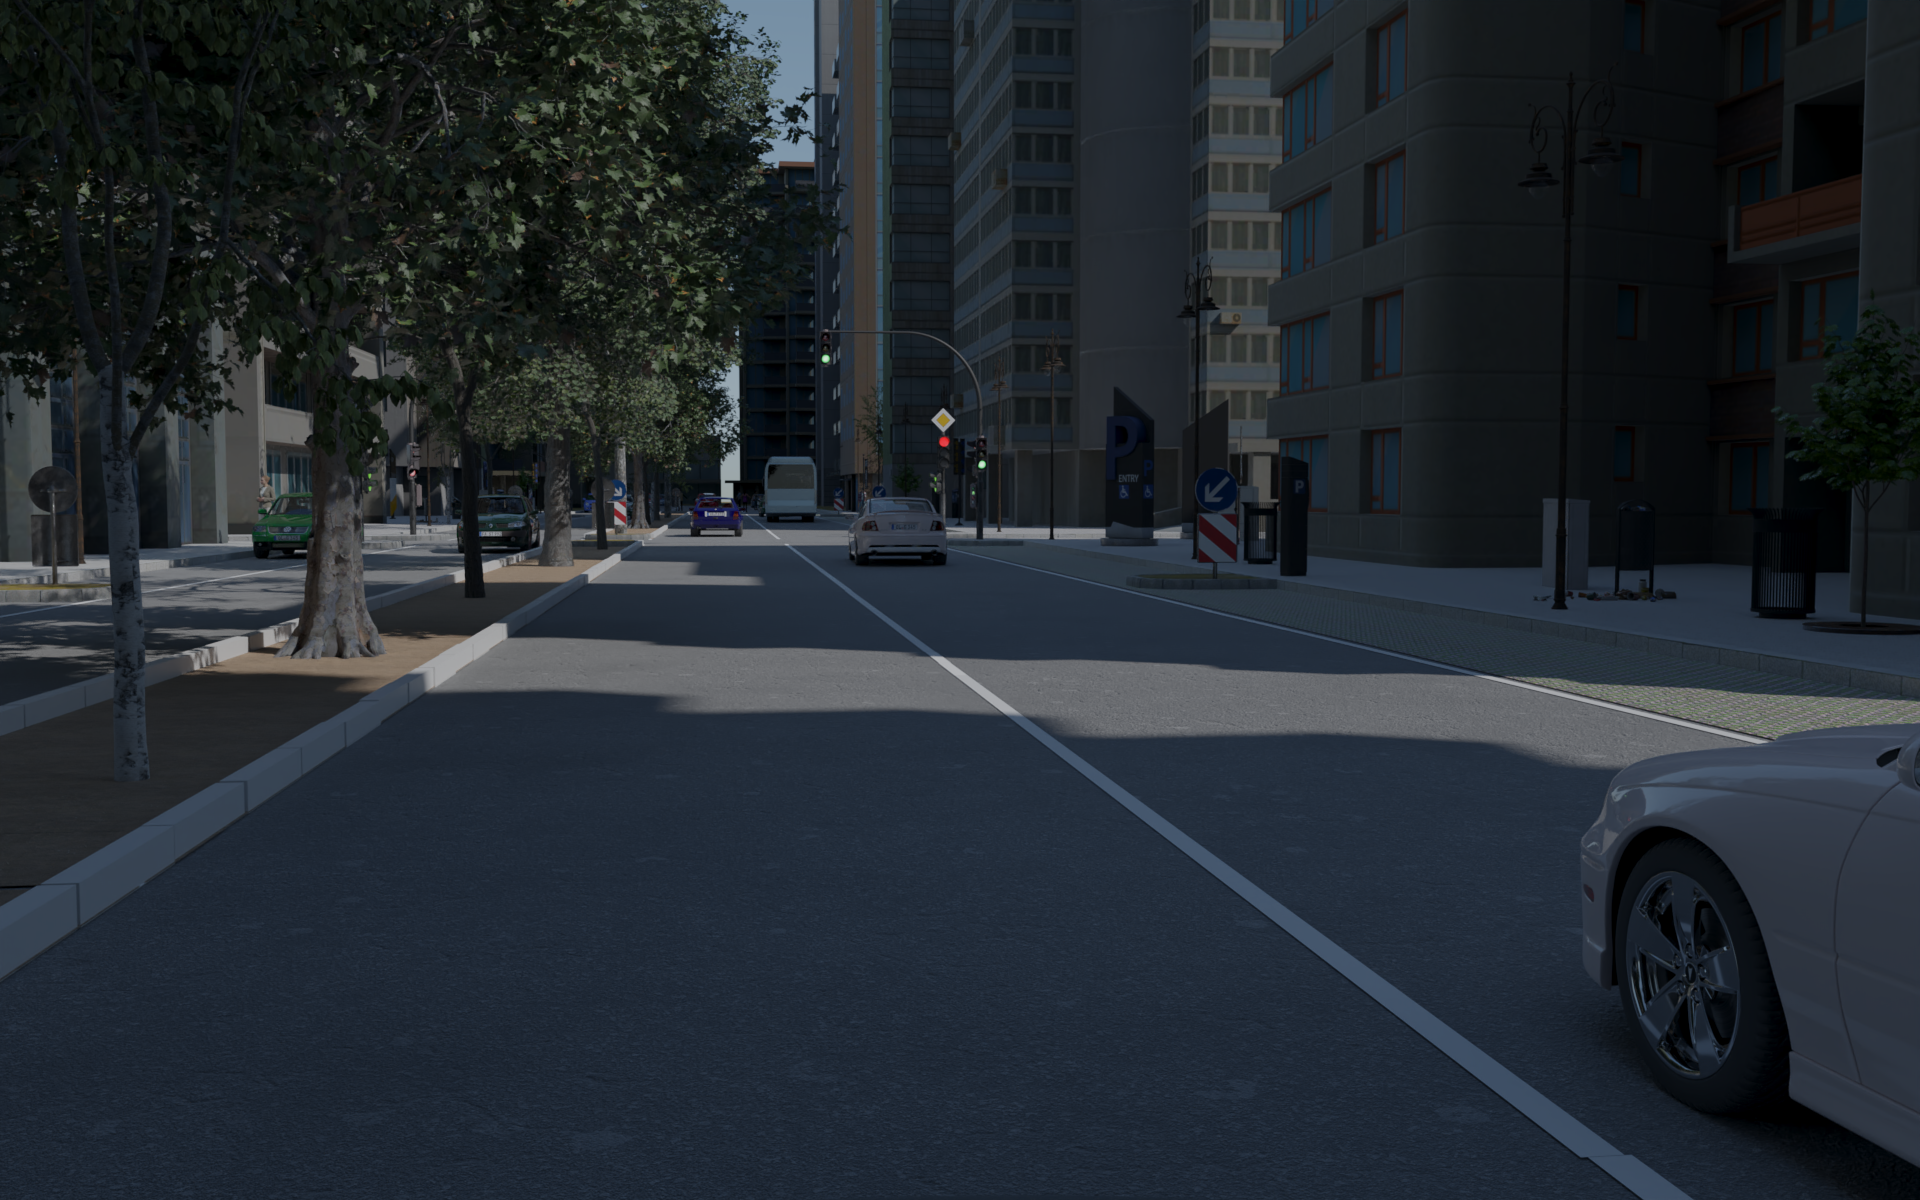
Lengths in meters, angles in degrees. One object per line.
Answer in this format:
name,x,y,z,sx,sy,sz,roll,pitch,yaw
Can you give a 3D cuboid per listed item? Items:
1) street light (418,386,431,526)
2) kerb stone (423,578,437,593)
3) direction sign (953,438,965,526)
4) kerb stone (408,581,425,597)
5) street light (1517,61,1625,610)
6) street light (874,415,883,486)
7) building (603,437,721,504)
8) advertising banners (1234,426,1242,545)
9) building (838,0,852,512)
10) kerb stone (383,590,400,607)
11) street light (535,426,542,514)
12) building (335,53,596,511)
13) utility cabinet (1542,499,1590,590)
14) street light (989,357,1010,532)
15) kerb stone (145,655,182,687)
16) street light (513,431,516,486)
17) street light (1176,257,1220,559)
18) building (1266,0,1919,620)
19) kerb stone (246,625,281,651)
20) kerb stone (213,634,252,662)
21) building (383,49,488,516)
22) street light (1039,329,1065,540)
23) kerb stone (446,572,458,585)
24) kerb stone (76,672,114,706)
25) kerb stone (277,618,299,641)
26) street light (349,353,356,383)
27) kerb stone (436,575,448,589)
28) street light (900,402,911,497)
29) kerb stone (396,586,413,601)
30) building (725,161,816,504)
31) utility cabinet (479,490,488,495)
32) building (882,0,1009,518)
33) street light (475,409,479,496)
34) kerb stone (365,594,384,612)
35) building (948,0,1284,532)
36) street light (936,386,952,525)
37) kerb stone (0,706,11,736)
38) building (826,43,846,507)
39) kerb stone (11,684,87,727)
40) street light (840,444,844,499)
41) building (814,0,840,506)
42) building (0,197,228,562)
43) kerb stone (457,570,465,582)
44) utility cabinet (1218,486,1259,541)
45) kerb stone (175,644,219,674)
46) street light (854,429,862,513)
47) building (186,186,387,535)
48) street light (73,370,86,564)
street light,-21.268,-5.899,69.233,0.468,5.910,1.993,0,4,-8
kerb stone,-7.809,-0.187,25.258,0.120,0.150,1.000,0,4,-8
direction sign,-0.032,-4.795,70.398,0.379,3.537,0.876,2,4,30
kerb stone,-7.669,-0.125,24.241,0.120,0.150,1.000,0,4,-8
street light,6.680,-2.833,19.114,0.468,5.910,1.993,0,4,-8
street light,-4.740,-7.845,101.058,0.468,5.910,1.993,0,4,-8
building,-45.147,-38.903,225.305,27.495,52.752,28.713,0,4,-8
advertising banners,7.088,-2.925,44.017,0.090,3.025,2.074,1,4,13
building,-1.301,-29.028,124.718,14.600,45.320,14.200,0,4,-8
kerb stone,-7.373,0.003,22.211,0.120,0.150,1.000,0,4,-8
street light,-27.354,-8.562,112.773,0.468,5.910,1.993,0,4,-8
building,-46.692,-33.175,166.119,21.300,48.544,21.600,0,4,-8
utility cabinet,8.257,-0.761,23.606,0.306,1.237,1.020,0,3,0
street light,1.322,-5.236,58.391,0.468,5.910,1.993,0,4,-8
kerb stone,-6.109,0.558,13.075,0.120,0.150,1.000,0,4,-8
street light,-25.407,-7.691,98.541,0.468,5.910,1.993,0,4,-8
street light,4.637,-3.737,33.891,0.468,5.910,1.993,0,4,-8
building,22.516,-11.052,25.743,27.650,21.520,28.899,0,4,-8
kerb stone,-6.531,0.372,16.118,0.120,0.150,1.000,0,4,-8
kerb stone,-6.396,0.436,15.105,0.120,0.150,1.000,0,4,-8
building,-36.423,-20.319,103.923,14.160,30.474,14.107,0,4,-8
street light,2.583,-4.636,48.590,0.468,5.910,1.993,0,4,-8
kerb stone,-8.089,-0.312,27.293,0.120,0.150,1.000,0,4,-8
kerb stone,-5.971,0.620,12.063,0.120,0.150,1.000,0,4,-8
kerb stone,-6.675,0.312,17.130,0.120,0.150,1.000,0,4,-8
street light,-19.250,-4.986,54.302,0.468,5.910,1.993,0,4,-8
kerb stone,-7.951,-0.250,26.281,0.120,0.150,1.000,0,4,-8
street light,-2.727,-6.975,86.835,0.468,5.910,1.993,0,4,-8
kerb stone,-7.524,-0.058,23.230,0.120,0.150,1.000,0,4,-8
building,-16.374,-34.985,226.624,28.867,44.769,22.147,0,4,-8
utility cabinet,-26.120,-5.227,94.136,0.318,1.500,1.173,3,5,42
building,2.404,-25.389,98.700,14.154,41.232,14.086,0,4,-8
street light,-23.278,-6.777,83.587,0.468,5.910,1.993,0,4,-8
kerb stone,-7.241,0.061,21.193,0.120,0.150,1.000,0,4,-8
building,12.531,-23.347,73.602,23.993,40.220,32.217,0,4,-8
street light,-0.668,-6.106,72.618,0.468,5.910,1.993,0,4,-8
kerb stone,-5.684,0.745,10.031,0.120,0.150,1.000,0,4,-8
building,-0.406,-33.295,163.988,23.786,49.044,30.456,0,4,-8
kerb stone,-5.830,0.682,11.050,0.120,0.150,1.000,0,4,-8
street light,-8.799,-9.634,130.302,0.468,5.910,1.993,0,4,-8
building,-5.619,-39.788,192.537,21.231,58.520,28.212,0,4,-8
building,-33.076,-43.859,29.769,31.000,86.520,22.319,0,4,-8
kerb stone,-8.228,-0.371,28.307,0.120,0.150,1.000,0,4,-8
utility cabinet,7.571,-2.360,47.259,1.173,1.500,0.318,3,5,42
kerb stone,-6.258,0.499,14.086,0.120,0.150,1.000,0,4,-8
street light,-6.822,-8.764,116.074,0.468,5.910,1.993,0,4,-8
building,-34.107,-26.821,62.232,21.300,48.544,21.600,0,4,-8
street light,-16.142,-3.598,31.622,0.468,5.910,1.993,0,4,-8
